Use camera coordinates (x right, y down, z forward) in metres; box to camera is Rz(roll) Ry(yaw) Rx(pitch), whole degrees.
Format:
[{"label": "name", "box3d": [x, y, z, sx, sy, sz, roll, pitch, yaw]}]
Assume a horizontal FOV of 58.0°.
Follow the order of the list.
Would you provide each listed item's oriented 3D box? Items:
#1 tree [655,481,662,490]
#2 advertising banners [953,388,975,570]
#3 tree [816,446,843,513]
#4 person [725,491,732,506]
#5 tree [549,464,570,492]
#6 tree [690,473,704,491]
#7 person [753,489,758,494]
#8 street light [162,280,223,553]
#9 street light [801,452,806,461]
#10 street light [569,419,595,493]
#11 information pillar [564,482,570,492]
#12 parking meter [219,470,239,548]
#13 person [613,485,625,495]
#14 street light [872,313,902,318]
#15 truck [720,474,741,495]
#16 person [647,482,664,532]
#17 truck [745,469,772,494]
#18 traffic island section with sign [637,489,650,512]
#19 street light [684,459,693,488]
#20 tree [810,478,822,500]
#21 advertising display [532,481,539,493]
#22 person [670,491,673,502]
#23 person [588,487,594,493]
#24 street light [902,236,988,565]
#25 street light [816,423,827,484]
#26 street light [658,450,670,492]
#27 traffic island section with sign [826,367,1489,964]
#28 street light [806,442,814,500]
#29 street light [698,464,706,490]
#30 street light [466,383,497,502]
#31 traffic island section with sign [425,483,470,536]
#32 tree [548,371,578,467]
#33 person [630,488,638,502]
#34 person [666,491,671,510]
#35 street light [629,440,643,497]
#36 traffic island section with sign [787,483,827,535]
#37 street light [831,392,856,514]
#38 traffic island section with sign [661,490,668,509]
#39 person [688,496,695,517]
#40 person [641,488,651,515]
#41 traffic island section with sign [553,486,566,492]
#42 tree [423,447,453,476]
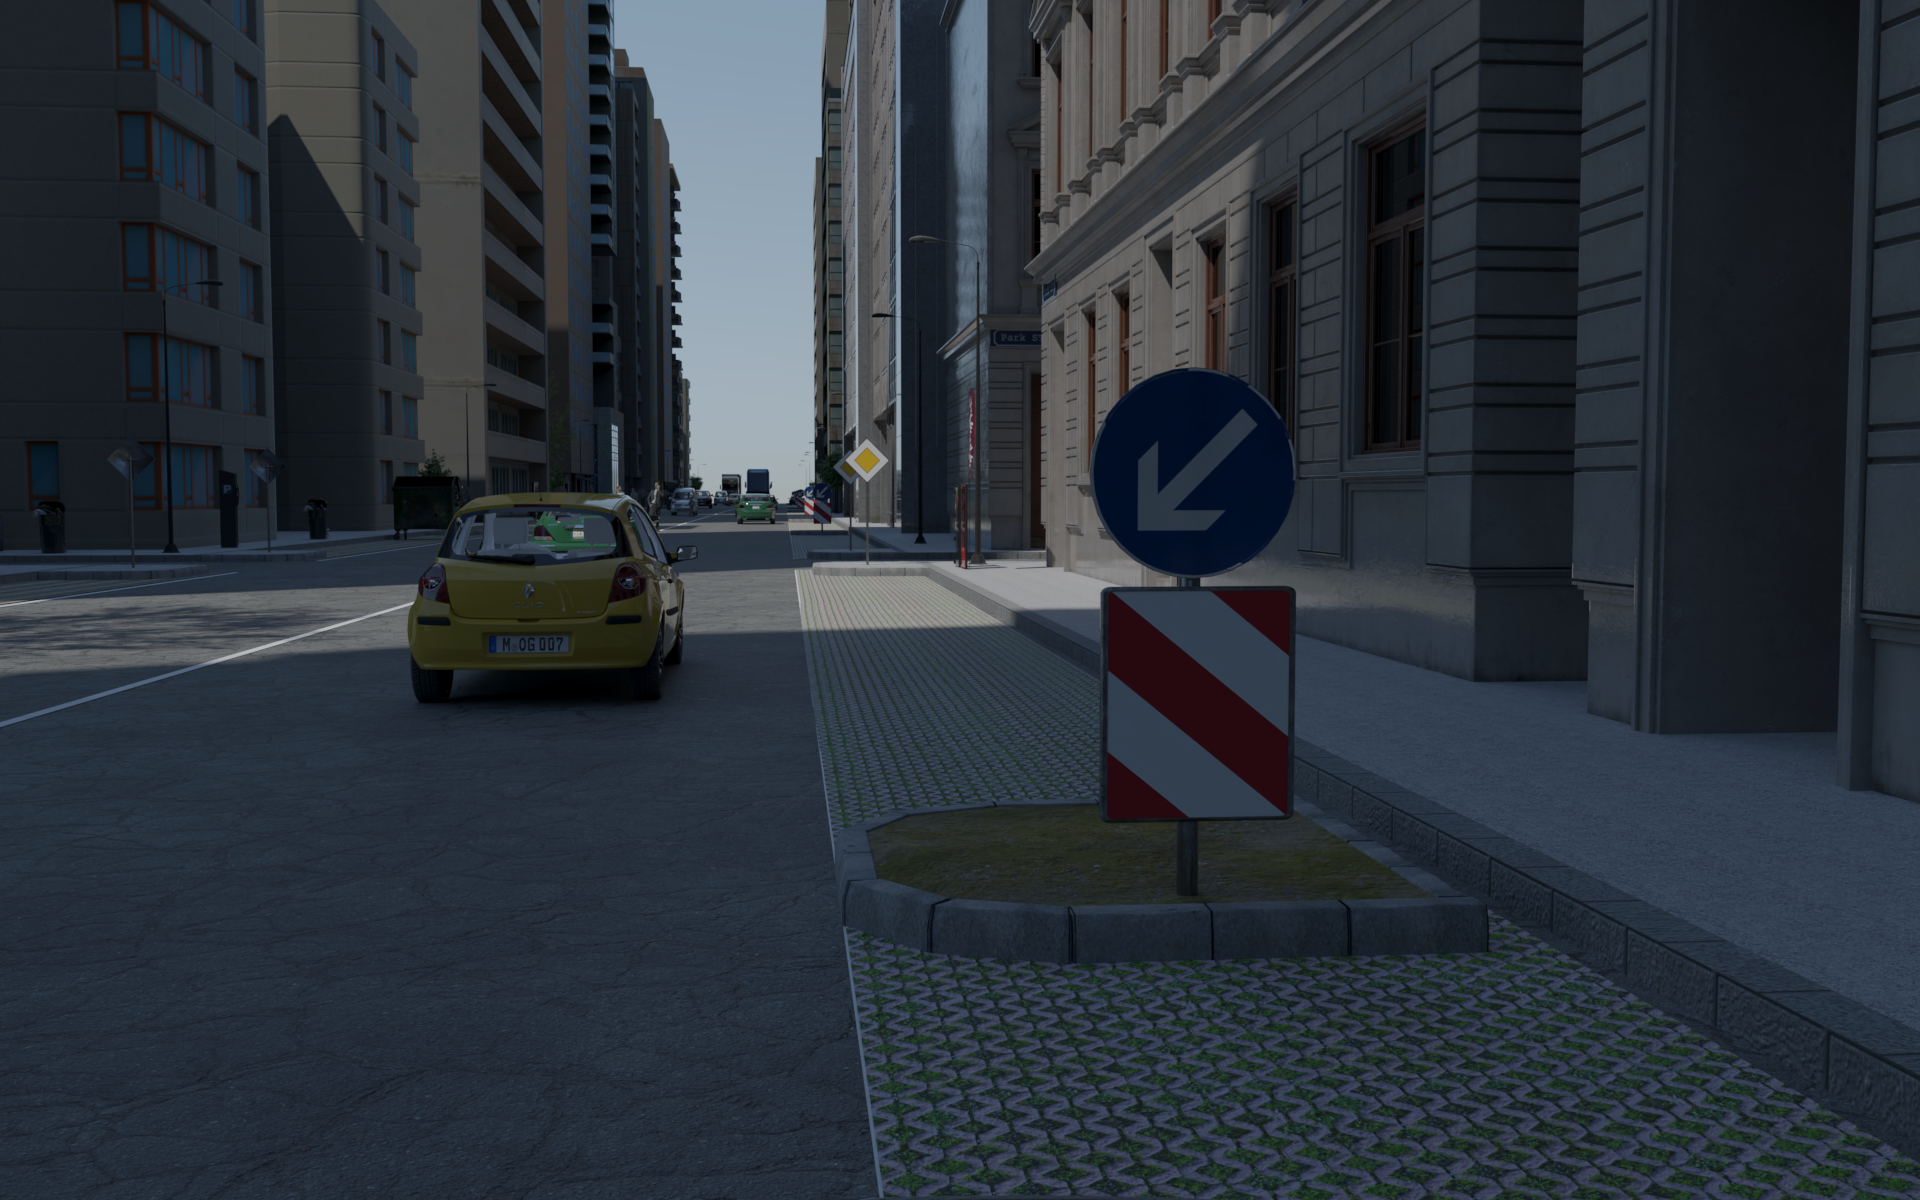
[{"label": "tree", "box3d": [-33.264, -11.869, 188.664, 1.663, 3.219, 1.824, 0, 3, 0]}, {"label": "advertising banners", "box3d": [0.075, -2.042, 29.580, 0.090, 3.025, 2.074, -1, 4, -8]}, {"label": "tree", "box3d": [-8.019, -8.155, 117.041, 4.285, 4.588, 4.351, 0, 3, 0]}, {"label": "person", "box3d": [-28.289, -12.491, 212.804, 1.350, 1.814, 0.705, -3, 5, -40]}, {"label": "tree", "box3d": [-25.941, -7.126, 111.119, 1.663, 3.219, 1.824, 0, 3, 0]}, {"label": "tree", "box3d": [-41.641, -17.551, 270.675, 4.285, 4.588, 4.351, 0, 3, 0]}, {"label": "person", "box3d": [-17.560, -8.574, 148.641, 1.348, 1.831, 0.705, -1, 4, -16]}, {"label": "street light", "box3d": [-16.662, -3.981, 37.635, 1.470, 5.913, 1.316, 0, 4, -6]}, {"label": "street light", "box3d": [-17.500, -14.055, 202.342, 1.470, 5.913, 1.316, 0, 4, -6]}, {"label": "street light", "box3d": [-23.693, -8.270, 107.756, 1.470, 5.913, 1.316, 0, 4, -6]}, {"label": "information pillar", "box3d": [-24.751, -6.398, 109.091, 0.304, 2.012, 0.304, 0, 4, 1]}, {"label": "parking meter", "box3d": [-17.420, -2.177, 41.303, 0.399, 1.863, 0.255, -1, 4, -11]}, {"label": "person", "box3d": [-15.863, -4.389, 80.359, 0.679, 1.850, 0.850, 0, 4, -7]}, {"label": "street light", "box3d": [-1.564, -4.407, 44.600, 1.470, 5.913, 1.316, 0, 4, -6]}, {"label": "truck", "box3d": [-32.306, -15.647, 244.745, 2.839, 4.237, 11.283, 0, 4, -5]}, {"label": "person", "box3d": [-11.496, -3.526, 65.509, 0.648, 1.900, 0.474, -1, 4, -14]}, {"label": "truck", "box3d": [-20.979, -11.581, 179.107, 2.967, 4.110, 18.799, 0, 4, -6]}, {"label": "traffic island section with sign", "box3d": [-25.278, -7.887, 137.581, 1.989, 1.847, 2.006, 0, 4, -6]}, {"label": "street light", "box3d": [-36.308, -15.852, 231.728, 1.470, 5.913, 1.316, 0, 4, -6]}, {"label": "tree", "box3d": [-17.006, -12.824, 204.277, 1.663, 3.219, 1.824, 0, 3, 0]}, {"label": "advertising display", "box3d": [-21.853, -5.132, 89.121, 0.123, 1.923, 0.974, 0, 4, 0]}, {"label": "person", "box3d": [-25.650, -8.886, 154.574, 1.217, 1.735, 0.721, 3, 5, 40]}, {"label": "person", "box3d": [-17.814, -4.534, 83.226, 0.643, 1.750, 0.593, 0, 4, 4]}, {"label": "street light", "box3d": [-0.212, -3.599, 31.381, 1.470, 5.913, 1.316, 0, 4, -6]}, {"label": "street light", "box3d": [-8.621, -8.637, 113.756, 1.470, 5.913, 1.316, 0, 4, -6]}, {"label": "street light", "box3d": [-31.368, -12.899, 183.438, 1.470, 5.913, 1.316, 0, 4, -6]}, {"label": "traffic island section with sign", "box3d": [0.555, 0.148, 6.213, 1.989, 1.847, 2.006, 0, 4, -6]}, {"label": "street light", "box3d": [-12.836, -11.156, 154.937, 1.470, 5.913, 1.316, 0, 4, -6]}, {"label": "street light", "box3d": [-39.697, -17.964, 266.244, 1.470, 5.913, 1.316, 0, 4, -6]}, {"label": "street light", "box3d": [-20.111, -6.126, 72.702, 1.470, 5.913, 1.316, 0, 4, -6]}, {"label": "traffic island section with sign", "box3d": [-17.459, -3.166, 60.397, 1.989, 1.847, 2.006, 0, 4, -6]}, {"label": "tree", "box3d": [-24.658, -9.237, 101.387, 4.737, 8.622, 4.395, 0, 3, 0]}, {"label": "person", "box3d": [-19.881, -5.925, 105.477, 0.635, 1.810, 0.391, 2, 4, 28]}, {"label": "person", "box3d": [-25.569, -8.738, 152.162, 0.445, 1.727, 0.742, 0, 4, 0]}, {"label": "street light", "box3d": [-27.879, -10.788, 148.932, 1.470, 5.913, 1.316, 0, 4, -6]}, {"label": "traffic island section with sign", "box3d": [-4.940, -3.175, 60.535, 1.989, 1.847, 2.006, 0, 4, -6]}, {"label": "street light", "box3d": [-5.176, -6.526, 79.246, 1.470, 5.913, 1.316, 0, 4, -6]}, {"label": "traffic island section with sign", "box3d": [-28.001, -9.527, 164.398, 1.989, 1.847, 2.006, 0, 4, -6]}, {"label": "person", "box3d": [-16.825, -5.865, 108.667, 0.640, 1.303, 0.475, 2, 4, 34]}, {"label": "person", "box3d": [-21.154, -6.695, 118.050, 1.350, 1.814, 0.705, 1, 4, 13]}, {"label": "traffic island section with sign", "box3d": [-20.227, -4.832, 87.634, 1.989, 1.847, 2.006, 0, 4, -6]}, {"label": "tree", "box3d": [-22.049, -4.752, 72.292, 1.663, 3.219, 1.824, 0, 3, 0]}]
